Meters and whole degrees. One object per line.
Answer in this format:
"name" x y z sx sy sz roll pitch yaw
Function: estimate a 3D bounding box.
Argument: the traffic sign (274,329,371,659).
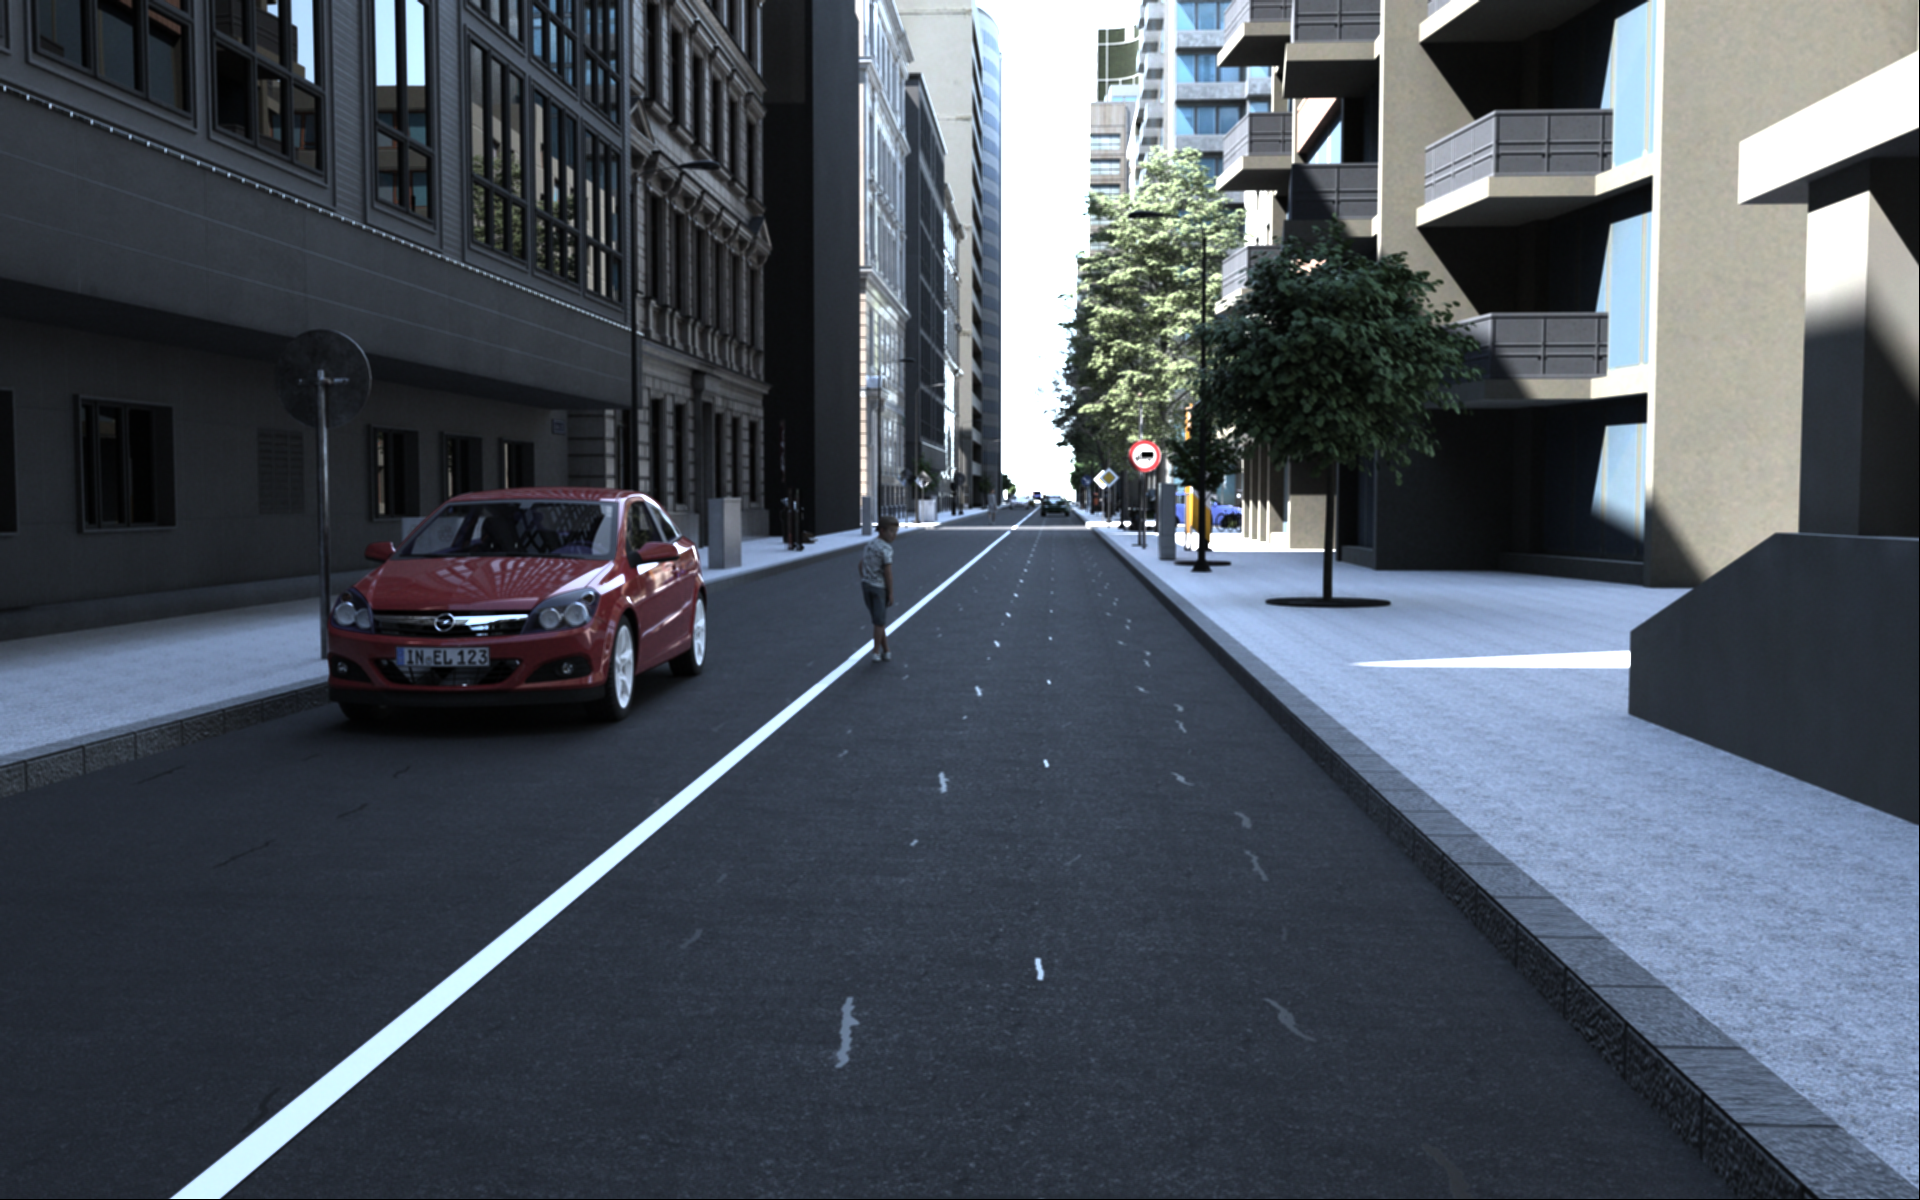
"traffic sign" -4.934 -0.814 13.410 0.768 2.556 0.104 0 4 3

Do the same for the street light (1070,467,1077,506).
"street light" 7.974 -8.469 111.012 1.470 5.913 1.316 0 4 3

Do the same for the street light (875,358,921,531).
"street light" -2.231 -5.318 59.492 1.470 5.913 1.316 0 4 3

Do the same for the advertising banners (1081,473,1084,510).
"advertising banners" 9.936 -8.817 140.338 0.090 3.025 2.074 1 4 10

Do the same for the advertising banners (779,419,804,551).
"advertising banners" -3.887 -2.668 39.813 0.090 3.025 2.074 -1 4 -19

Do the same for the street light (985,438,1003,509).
"street light" 2.774 -10.812 149.325 1.470 5.913 1.316 0 4 3

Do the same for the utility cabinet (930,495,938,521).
"utility cabinet" -1.242 -4.363 82.500 0.306 1.237 1.020 0 4 -5

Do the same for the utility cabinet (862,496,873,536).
"utility cabinet" -2.890 -2.624 54.071 0.306 1.237 1.020 0 3 0

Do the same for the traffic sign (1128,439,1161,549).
"traffic sign" 4.317 -2.473 40.544 0.768 2.556 0.104 1 4 11

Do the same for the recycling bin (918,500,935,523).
"recycling bin" -1.479 -3.919 76.635 0.722 1.027 0.722 0 4 2

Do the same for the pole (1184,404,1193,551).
"pole" 5.194 -2.779 39.281 0.158 3.312 0.155 0 3 0

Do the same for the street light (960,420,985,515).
"street light" 0.628 -8.304 108.306 1.470 5.913 1.316 0 4 3

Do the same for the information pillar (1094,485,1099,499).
"information pillar" 10.798 -8.104 136.985 0.304 2.012 0.304 -1 4 -9

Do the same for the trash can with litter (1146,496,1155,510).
"trash can with litter" 12.091 -5.985 109.236 1.055 1.170 0.624 -3 5 -40

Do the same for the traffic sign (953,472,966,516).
"traffic sign" -0.053 -6.238 102.099 0.768 2.556 0.104 1 4 10

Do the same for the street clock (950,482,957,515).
"street clock" -0.373 -6.114 104.527 0.358 2.002 0.471 2 4 31

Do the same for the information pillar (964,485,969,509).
"information pillar" 0.519 -8.713 146.952 0.304 2.012 0.304 -3 4 -36

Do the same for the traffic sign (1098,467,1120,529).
"traffic sign" 5.534 -3.716 64.398 0.795 2.450 0.064 0 4 3

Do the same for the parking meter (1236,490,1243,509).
"parking meter" 15.506 -5.358 96.013 0.372 1.533 0.369 0 3 0

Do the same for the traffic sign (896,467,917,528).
"traffic sign" -1.998 -3.742 64.831 0.795 2.450 0.064 0 4 3

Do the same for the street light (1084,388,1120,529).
"street light" 5.408 -5.560 63.441 1.470 5.913 1.316 0 4 3

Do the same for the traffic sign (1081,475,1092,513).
"traffic sign" 8.476 -7.088 116.002 0.768 2.556 0.104 1 4 13

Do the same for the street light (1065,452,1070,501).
"street light" 10.329 -11.094 153.931 1.470 5.913 1.316 0 4 3

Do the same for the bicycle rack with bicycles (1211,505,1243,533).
"bicycle rack with bicycles" 8.945 -2.725 57.930 2.852 0.926 2.925 -1 4 -9

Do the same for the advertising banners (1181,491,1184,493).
"advertising banners" 13.587 -6.659 105.066 0.090 3.025 2.074 0 4 -1

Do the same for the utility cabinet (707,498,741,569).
"utility cabinet" -4.093 -1.159 30.105 0.306 1.237 1.020 1 4 10

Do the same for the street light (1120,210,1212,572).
"street light" 3.456 -3.423 28.511 1.470 5.913 1.316 0 4 3

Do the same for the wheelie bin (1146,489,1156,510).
"wheelie bin" 12.297 -6.289 110.732 0.980 1.594 0.693 -1 4 -18

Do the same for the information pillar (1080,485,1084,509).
"information pillar" 10.194 -8.606 145.195 0.304 2.012 0.304 0 4 -6

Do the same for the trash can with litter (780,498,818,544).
"trash can with litter" -4.182 -2.071 45.242 1.055 1.170 0.624 2 4 32

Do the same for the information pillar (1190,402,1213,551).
"information pillar" 5.434 -2.911 38.952 0.504 3.616 0.183 -1 4 -18

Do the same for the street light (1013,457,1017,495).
"street light" 6.515 -15.079 219.080 1.470 5.913 1.316 0 4 3

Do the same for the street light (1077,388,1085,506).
"street light" 5.976 -6.308 75.676 1.470 5.913 1.316 0 4 3

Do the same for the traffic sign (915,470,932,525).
"traffic sign" -1.560 -4.230 72.804 0.795 2.450 0.064 0 4 3

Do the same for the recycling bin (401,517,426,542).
"recycling bin" -5.525 -0.375 18.691 0.722 1.027 0.722 1 4 13

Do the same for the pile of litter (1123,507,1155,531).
"pile of litter" 6.336 -2.852 60.590 1.176 0.858 1.719 0 4 -8

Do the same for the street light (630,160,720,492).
"street light" -4.035 -3.165 24.289 1.470 5.913 1.316 0 4 3

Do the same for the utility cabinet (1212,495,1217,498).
"utility cabinet" 14.900 -5.684 104.094 1.020 1.237 0.306 0 4 -4

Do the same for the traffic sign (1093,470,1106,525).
"traffic sign" 5.972 -4.204 72.371 0.795 2.450 0.064 0 4 3

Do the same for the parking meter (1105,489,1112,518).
"parking meter" 7.908 -5.125 92.211 0.372 1.533 0.369 0 3 0

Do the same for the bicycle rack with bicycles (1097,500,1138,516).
"bicycle rack with bicycles" 9.266 -5.433 102.216 2.852 0.926 2.925 0 4 -7

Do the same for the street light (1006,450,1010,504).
"street light" 4.648 -12.944 184.170 1.470 5.913 1.316 0 4 3

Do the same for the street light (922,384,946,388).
"street light" -1.287 -6.158 73.229 1.470 5.913 1.316 0 4 3

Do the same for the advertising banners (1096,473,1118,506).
"advertising banners" 12.004 -8.852 140.916 2.074 3.025 0.090 -1 4 -19
